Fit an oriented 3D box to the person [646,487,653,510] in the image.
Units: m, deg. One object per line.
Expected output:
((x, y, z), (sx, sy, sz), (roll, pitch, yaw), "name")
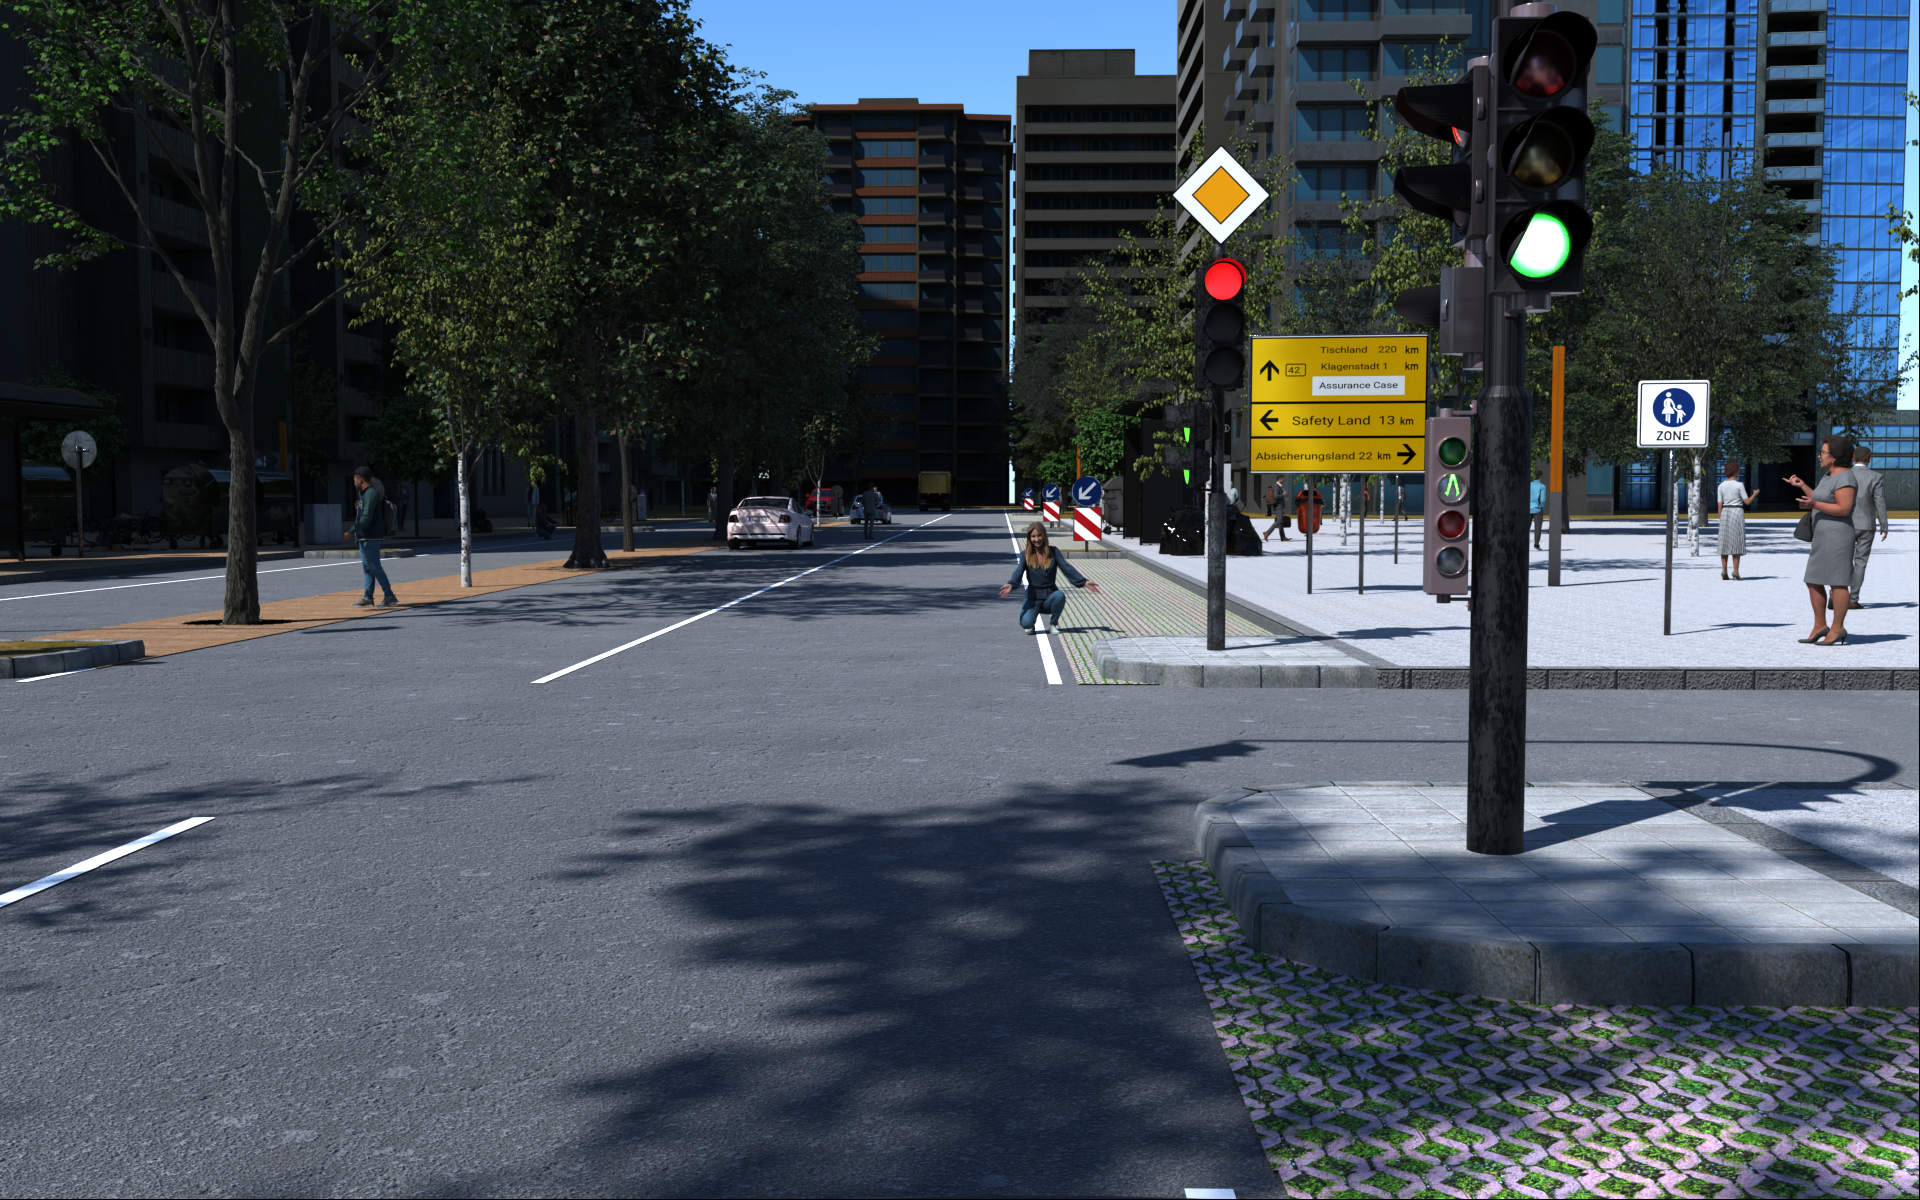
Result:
((-24.924, -8.159, 139.466), (0.705, 1.821, 1.348), (-2, 4, -31), "person")

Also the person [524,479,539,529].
((-15.828, -3.552, 64.005), (0.514, 1.842, 0.818), (-1, 4, -17), "person")

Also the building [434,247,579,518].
((-36.123, -48.402, 104.036), (22.319, 86.520, 31.000), (0, 4, 1), "building")

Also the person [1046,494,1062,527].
((3.680, -3.600, 67.460), (0.635, 1.810, 0.391), (0, 4, 1), "person")

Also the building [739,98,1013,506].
((-8.524, -33.023, 194.558), (28.867, 44.769, 22.147), (0, 4, 1), "building")

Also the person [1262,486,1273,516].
((17.696, -5.667, 99.522), (0.721, 1.723, 1.217), (3, 5, 42), "person")

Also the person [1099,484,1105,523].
((6.328, -4.227, 75.720), (0.524, 1.755, 0.480), (2, 4, 26), "person")

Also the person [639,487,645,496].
((-21.978, -6.907, 119.647), (0.621, 1.740, 0.551), (0, 4, 3), "person")

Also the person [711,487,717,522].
((-12.527, -4.888, 88.605), (0.526, 1.800, 0.537), (-1, 4, -19), "person")

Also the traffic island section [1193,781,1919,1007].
((1.943, 0.980, 6.266), (2.009, 0.180, 2.903), (0, 4, 1), "traffic island section")

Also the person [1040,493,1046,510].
((6.848, -8.346, 142.943), (0.568, 1.767, 0.683), (3, 5, 42), "person")

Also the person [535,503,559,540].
((-13.004, -2.489, 54.700), (0.738, 1.151, 1.012), (1, 4, 18), "person")

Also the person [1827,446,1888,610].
((9.969, -0.803, 19.293), (0.709, 1.813, 0.853), (3, 5, 40), "person")

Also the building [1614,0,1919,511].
((61.372, -50.636, 140.566), (31.000, 86.520, 22.319), (0, 4, 1), "building")

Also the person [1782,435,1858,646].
((7.299, -0.510, 14.745), (0.532, 1.782, 0.716), (0, 4, 8), "person")

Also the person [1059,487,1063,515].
((6.254, -6.173, 107.913), (0.436, 1.711, 0.756), (1, 4, 13), "person")

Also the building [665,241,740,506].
((-37.371, -33.097, 195.767), (28.867, 44.769, 22.147), (0, 4, 1), "building")

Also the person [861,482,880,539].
((-2.841, -2.843, 55.183), (0.606, 1.804, 0.583), (0, 4, 6), "person")

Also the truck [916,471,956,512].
((-2.077, -9.174, 145.921), (3.469, 3.379, 9.791), (0, 4, 0), "truck")

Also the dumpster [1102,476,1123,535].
((5.190, -3.012, 55.012), (1.264, 1.857, 1.865), (0, 4, 1), "dumpster")

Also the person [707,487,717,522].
((-12.501, -4.822, 87.613), (0.678, 1.792, 0.850), (0, 4, 7), "person")

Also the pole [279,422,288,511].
((-19.170, -3.380, 49.109), (0.158, 3.312, 0.155), (0, 3, 0), "pole")

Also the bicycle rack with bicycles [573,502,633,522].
((-16.588, -3.982, 78.481), (2.925, 0.926, 2.852), (2, 4, 26), "bicycle rack with bicycles")

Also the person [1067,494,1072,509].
((9.432, -8.683, 151.206), (0.799, 1.438, 0.628), (1, 4, 23), "person")

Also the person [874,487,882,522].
((-4.301, -4.931, 89.243), (0.709, 1.813, 0.853), (1, 4, 20), "person")

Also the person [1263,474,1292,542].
((8.588, -2.499, 46.858), (0.822, 1.834, 0.622), (0, 3, 0), "person")

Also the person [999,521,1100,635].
((0.922, -0.225, 17.677), (1.012, 1.151, 0.738), (0, 4, 4), "person")

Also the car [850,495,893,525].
((-4.256, -4.330, 82.797), (2.014, 1.417, 4.499), (0, 4, 2), "car")

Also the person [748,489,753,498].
((-10.109, -4.566, 84.157), (0.512, 1.701, 0.522), (0, 4, 5), "person")

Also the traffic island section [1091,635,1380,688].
((2.128, 0.491, 14.249), (2.009, 0.180, 2.903), (0, 4, 1), "traffic island section")

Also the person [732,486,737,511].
((-15.777, -6.980, 119.793), (0.705, 1.869, 1.348), (2, 4, 28), "person")

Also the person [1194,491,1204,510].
((12.997, -5.328, 94.079), (0.541, 1.710, 0.530), (1, 4, 23), "person")

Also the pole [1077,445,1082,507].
((4.956, -4.768, 71.801), (0.158, 3.312, 0.155), (0, 3, 0), "pole")

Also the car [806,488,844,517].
((-8.588, -6.212, 110.240), (2.281, 1.827, 5.304), (0, 4, 2), "car")

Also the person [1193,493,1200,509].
((15.749, -6.655, 115.301), (0.683, 1.767, 0.568), (-2, 4, -23), "person")

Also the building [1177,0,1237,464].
((29.416, -31.700, 141.998), (21.300, 48.544, 21.600), (0, 4, 1), "building")

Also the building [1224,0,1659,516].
((29.703, -30.348, 115.794), (23.786, 49.044, 30.456), (0, 4, 1), "building")

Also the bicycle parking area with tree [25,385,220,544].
((-24.775, -3.745, 48.229), (9.016, 4.147, 8.231), (1, 4, 9), "bicycle parking area with tree")

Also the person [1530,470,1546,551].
((12.828, -2.006, 38.854), (0.620, 1.820, 0.660), (-3, 5, -42), "person")

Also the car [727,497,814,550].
((-5.016, -2.068, 46.170), (2.083, 1.381, 4.827), (0, 4, 2), "car")

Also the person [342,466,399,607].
((-7.486, -0.802, 21.953), (0.721, 1.781, 0.623), (-2, 4, -28), "person")

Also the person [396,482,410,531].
((-19.186, -3.276, 59.781), (0.537, 1.800, 0.526), (-3, 5, -44), "person")

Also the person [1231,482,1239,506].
((10.209, -3.622, 65.748), (0.782, 1.767, 0.515), (1, 4, 13), "person")

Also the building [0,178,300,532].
((-33.134, -17.665, 60.524), (14.160, 30.474, 14.107), (0, 4, 1), "building")

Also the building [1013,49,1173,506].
((16.682, -34.817, 192.959), (21.600, 48.544, 21.300), (0, 4, 1), "building")

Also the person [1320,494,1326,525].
((14.795, -3.723, 71.179), (0.475, 1.303, 0.640), (1, 4, 20), "person")

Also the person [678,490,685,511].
((-20.634, -7.375, 128.101), (0.593, 1.643, 0.415), (1, 4, 13), "person")

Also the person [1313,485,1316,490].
((20.324, -5.711, 99.400), (0.705, 1.826, 1.348), (3, 5, 41), "person")

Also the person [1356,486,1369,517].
((22.295, -5.452, 95.895), (0.721, 1.743, 1.217), (-1, 4, -22), "person")

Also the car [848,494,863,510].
((-8.646, -8.523, 151.155), (2.131, 1.459, 4.920), (0, 4, 1), "car")

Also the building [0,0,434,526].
((-34.597, -19.017, 82.630), (14.160, 30.474, 14.107), (0, 4, 1), "building")

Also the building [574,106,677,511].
((-31.957, -28.400, 147.941), (14.086, 41.232, 14.154), (0, 4, 1), "building")

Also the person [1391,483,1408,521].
((20.778, -4.625, 81.762), (0.679, 1.850, 0.850), (-3, 5, -45), "person")

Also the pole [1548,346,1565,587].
((8.267, -1.844, 23.995), (0.158, 3.312, 0.155), (0, 3, 0), "pole")

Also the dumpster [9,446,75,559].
((-18.955, -1.968, 34.673), (1.502, 2.255, 1.985), (0, 4, 1), "dumpster")

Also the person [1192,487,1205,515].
((13.729, -5.620, 97.890), (0.705, 1.831, 1.348), (-3, 5, -42), "person")

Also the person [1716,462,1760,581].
((11.556, -1.172, 25.773), (0.524, 1.755, 0.480), (-3, 4, -36), "person")

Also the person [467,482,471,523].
((-21.110, -4.174, 74.498), (0.699, 1.804, 1.509), (-1, 4, -14), "person")

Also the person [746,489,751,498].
((-18.543, -8.956, 152.918), (0.683, 1.767, 0.568), (-1, 4, -19), "person")

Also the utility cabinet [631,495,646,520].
((-15.920, -4.544, 85.458), (0.306, 1.237, 1.020), (2, 4, 32), "utility cabinet")
